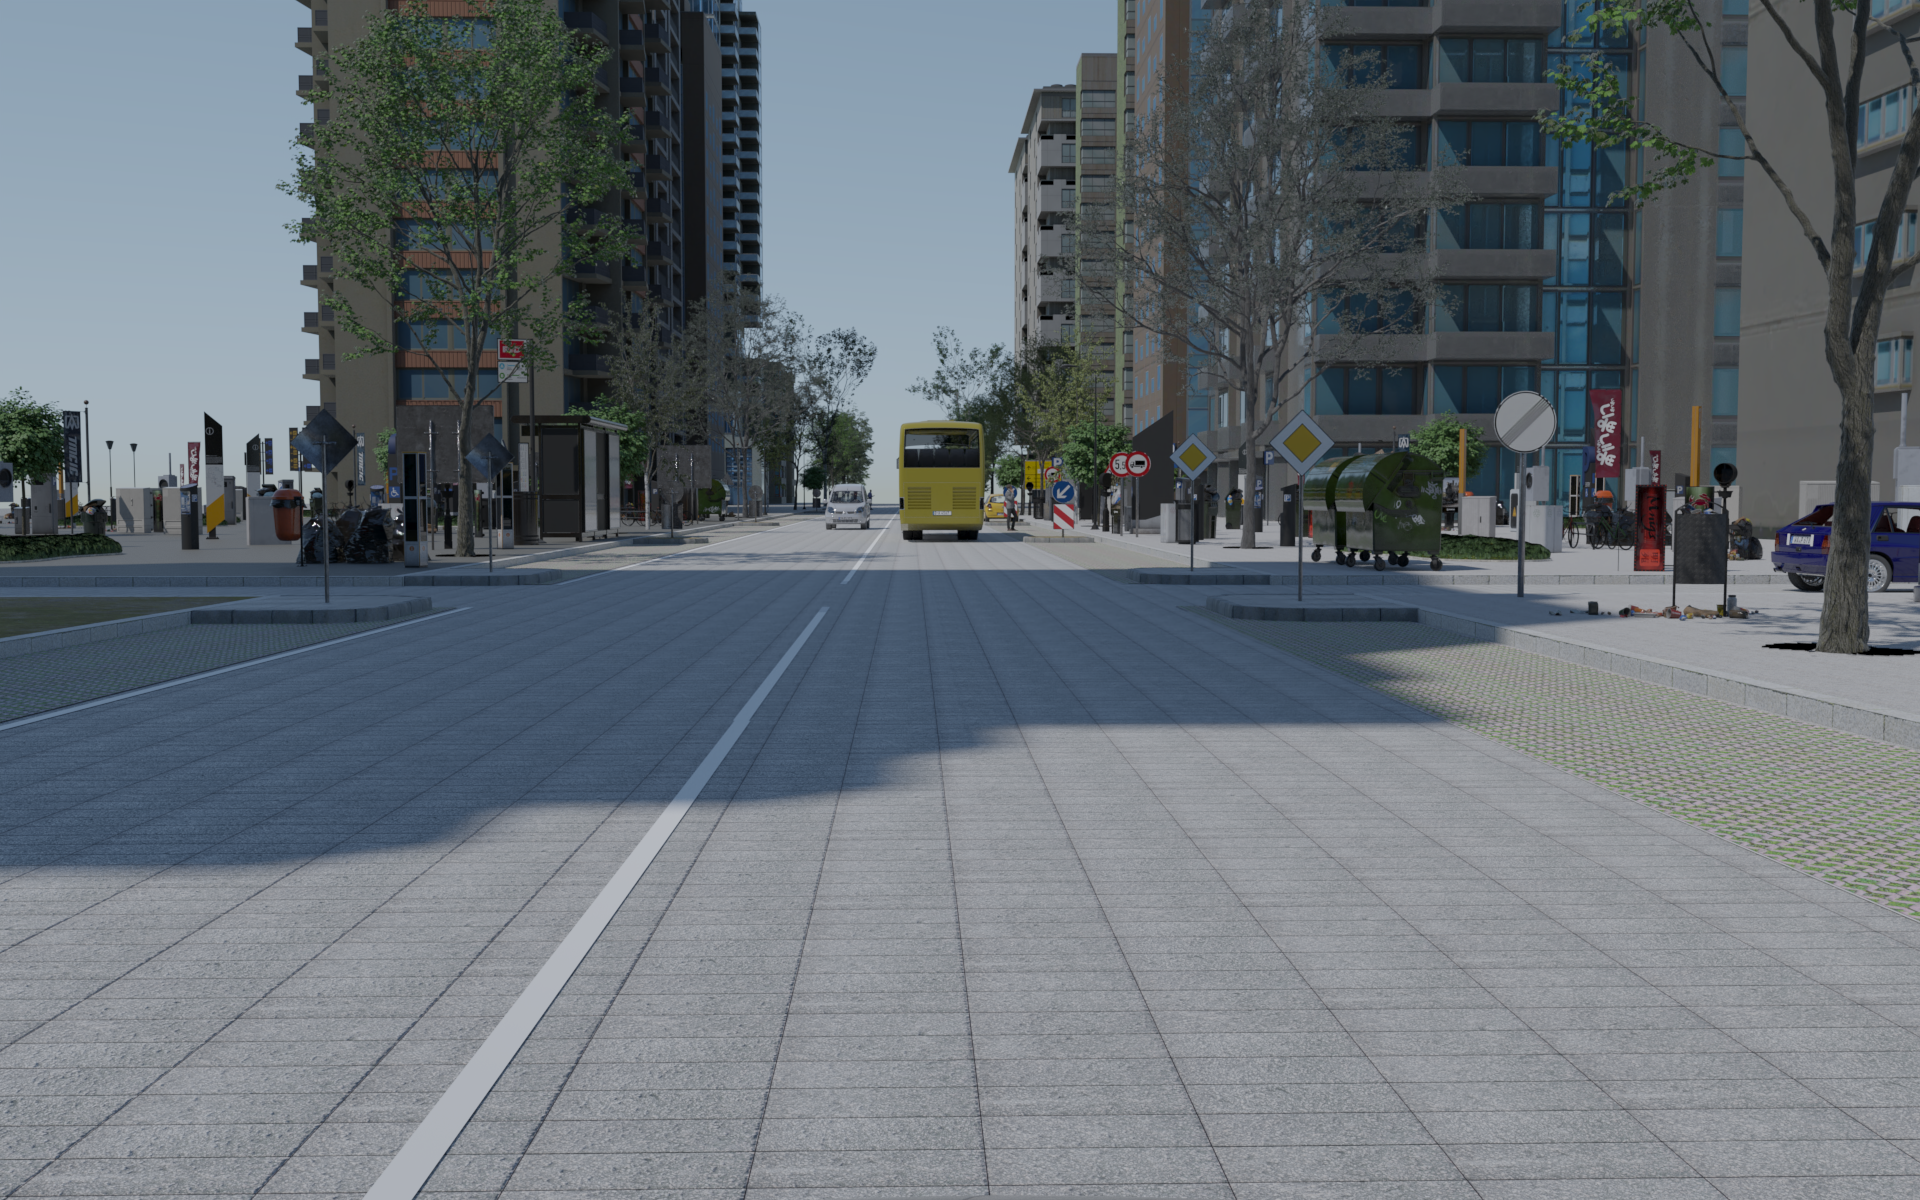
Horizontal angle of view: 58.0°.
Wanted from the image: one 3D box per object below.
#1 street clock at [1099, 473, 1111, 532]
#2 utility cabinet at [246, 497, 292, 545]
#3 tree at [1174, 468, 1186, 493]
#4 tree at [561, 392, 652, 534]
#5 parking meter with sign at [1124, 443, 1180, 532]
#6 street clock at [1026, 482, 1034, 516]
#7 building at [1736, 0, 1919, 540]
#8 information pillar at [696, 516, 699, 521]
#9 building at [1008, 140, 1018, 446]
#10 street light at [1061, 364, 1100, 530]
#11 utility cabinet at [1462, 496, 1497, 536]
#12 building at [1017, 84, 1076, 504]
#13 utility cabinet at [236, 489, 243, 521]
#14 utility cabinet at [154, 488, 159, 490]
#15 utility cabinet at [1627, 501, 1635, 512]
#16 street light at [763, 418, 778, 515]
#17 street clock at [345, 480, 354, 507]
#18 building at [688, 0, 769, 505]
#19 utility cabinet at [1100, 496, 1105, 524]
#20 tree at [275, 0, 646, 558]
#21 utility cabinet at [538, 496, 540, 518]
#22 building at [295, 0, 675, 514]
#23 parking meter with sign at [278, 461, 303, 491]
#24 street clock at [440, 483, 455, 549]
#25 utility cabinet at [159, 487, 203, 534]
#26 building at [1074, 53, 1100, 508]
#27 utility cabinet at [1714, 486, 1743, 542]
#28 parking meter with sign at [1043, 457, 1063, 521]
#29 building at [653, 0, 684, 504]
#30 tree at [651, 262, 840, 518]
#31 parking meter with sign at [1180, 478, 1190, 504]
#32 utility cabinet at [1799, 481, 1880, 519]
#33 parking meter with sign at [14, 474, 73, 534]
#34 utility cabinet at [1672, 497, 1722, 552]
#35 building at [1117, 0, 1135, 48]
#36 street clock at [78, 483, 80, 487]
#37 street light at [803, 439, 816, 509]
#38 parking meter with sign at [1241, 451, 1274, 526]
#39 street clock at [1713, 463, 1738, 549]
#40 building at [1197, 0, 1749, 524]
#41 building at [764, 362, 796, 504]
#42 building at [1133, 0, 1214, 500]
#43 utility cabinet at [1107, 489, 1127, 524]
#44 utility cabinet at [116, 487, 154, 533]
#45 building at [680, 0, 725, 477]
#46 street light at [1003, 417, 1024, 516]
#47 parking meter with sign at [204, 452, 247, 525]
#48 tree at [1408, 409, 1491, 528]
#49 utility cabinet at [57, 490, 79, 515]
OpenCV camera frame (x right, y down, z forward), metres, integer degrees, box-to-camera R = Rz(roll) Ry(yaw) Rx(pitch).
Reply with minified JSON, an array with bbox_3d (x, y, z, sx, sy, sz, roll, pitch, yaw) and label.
[{"bbox_3d":[4.957,-3.315,58.767,0.471,2.002,0.358,-2,4,-29],"label":"street clock"},{"bbox_3d":[-17.469,-1.994,43.769,1.020,1.237,0.306,-2,4,-35],"label":"utility cabinet"},{"bbox_3d":[10.890,-5.736,88.380,1.663,3.219,1.824,0,3,0],"label":"tree"},{"bbox_3d":[-11.478,-4.429,56.125,4.285,4.588,4.351,0,3,0],"label":"tree"},{"bbox_3d":[6.526,-3.862,59.407,1.738,3.016,0.543,-1,4,-12],"label":"parking meter with sign"},{"bbox_3d":[4.157,-6.036,103.254,0.471,2.002,0.358,0,4,7],"label":"street clock"},{"bbox_3d":[33.325,-25.784,45.267,21.600,48.544,21.300,0,4,-2],"label":"building"},{"bbox_3d":[-12.529,-5.592,82.782,0.183,3.616,0.504,0,4,-7],"label":"information pillar"},{"bbox_3d":[21.981,-40.388,249.579,28.713,52.752,27.495,0,4,-2],"label":"building"},{"bbox_3d":[4.319,-5.479,62.121,1.470,5.913,1.316,0,4,-2],"label":"street light"},{"bbox_3d":[14.917,-2.365,49.825,0.306,1.237,1.020,-2,4,-33],"label":"utility cabinet"},{"bbox_3d":[22.882,-38.652,221.196,28.713,52.752,27.495,0,4,-2],"label":"building"},{"bbox_3d":[-33.664,-4.346,79.734,1.173,1.500,0.318,-1,4,-20],"label":"utility cabinet"},{"bbox_3d":[-29.233,-3.297,62.584,0.318,1.500,1.173,3,4,36],"label":"utility cabinet"},{"bbox_3d":[26.211,-3.434,67.311,0.306,1.237,1.020,0,4,4],"label":"utility cabinet"},{"bbox_3d":[-11.281,-8.096,104.907,1.470,5.913,1.316,0,4,-2],"label":"street light"},{"bbox_3d":[-30.864,-5.083,87.679,0.358,2.002,0.471,2,4,32],"label":"street clock"},{"bbox_3d":[-34.023,-54.758,207.971,22.319,86.520,31.000,0,4,-2],"label":"building"},{"bbox_3d":[6.153,-3.931,75.429,0.306,1.237,1.020,0,4,5],"label":"utility cabinet"},{"bbox_3d":[-9.984,-6.689,35.116,9.928,11.665,9.643,0,3,0],"label":"tree"},{"bbox_3d":[-18.280,-3.891,74.783,1.020,1.237,0.306,-2,4,-29],"label":"utility cabinet"},{"bbox_3d":[-31.470,-28.261,116.687,22.147,44.769,28.867,0,4,-2],"label":"building"},{"bbox_3d":[-35.121,-5.745,90.191,0.543,3.016,1.738,2,4,34],"label":"parking meter with sign"},{"bbox_3d":[-11.975,-2.196,40.480,0.358,2.002,0.471,-1,4,-18],"label":"street clock"},{"bbox_3d":[-24.419,-2.796,54.392,1.173,1.500,0.318,1,4,11],"label":"utility cabinet"},{"bbox_3d":[17.801,-29.422,164.636,14.154,41.232,14.086,0,4,-2],"label":"building"},{"bbox_3d":[20.215,-2.297,46.227,1.173,1.500,0.318,3,5,41],"label":"utility cabinet"},{"bbox_3d":[4.419,-5.321,83.258,0.543,3.016,1.738,-1,4,-14],"label":"parking meter with sign"},{"bbox_3d":[-31.371,-42.977,140.933,20.563,71.187,20.611,0,4,-2],"label":"building"},{"bbox_3d":[-11.694,-11.160,92.829,12.009,13.543,11.850,0,3,0],"label":"tree"},{"bbox_3d":[10.307,-5.104,79.717,0.543,3.016,1.738,3,5,44],"label":"parking meter with sign"},{"bbox_3d":[14.643,-1.235,28.866,1.173,1.500,0.318,0,4,3],"label":"utility cabinet"},{"bbox_3d":[-29.402,-3.627,55.567,1.738,3.016,0.543,0,4,-8],"label":"parking meter with sign"},{"bbox_3d":[16.127,-1.638,37.937,0.306,1.237,1.020,-2,4,-32],"label":"utility cabinet"},{"bbox_3d":[18.188,-27.073,126.231,14.154,41.232,14.086,0,4,-2],"label":"building"},{"bbox_3d":[-44.694,-5.068,87.433,0.471,2.002,0.358,-2,4,-29],"label":"street clock"},{"bbox_3d":[-12.584,-10.600,145.849,1.470,5.913,1.316,0,4,-2],"label":"street light"},{"bbox_3d":[12.016,-4.564,70.890,0.543,3.016,1.738,-2,4,-35],"label":"parking meter with sign"},{"bbox_3d":[17.791,-2.185,40.294,0.358,2.002,0.471,-3,5,-44],"label":"street clock"},{"bbox_3d":[24.584,-28.646,87.968,23.786,49.044,30.456,0,4,-2],"label":"building"},{"bbox_3d":[-37.559,-24.156,239.986,27.650,21.520,28.899,0,4,-2],"label":"building"},{"bbox_3d":[19.032,-28.234,111.731,14.600,45.320,14.200,0,4,-2],"label":"building"},{"bbox_3d":[6.665,-3.988,73.889,0.318,1.500,1.173,-2,4,-34],"label":"utility cabinet"},{"bbox_3d":[-27.109,-2.942,56.786,1.173,1.500,0.318,1,4,21],"label":"utility cabinet"},{"bbox_3d":[-29.458,-31.138,159.209,14.600,45.320,14.200,0,4,-2],"label":"building"},{"bbox_3d":[3.148,-8.009,103.480,1.470,5.913,1.316,0,4,-2],"label":"street light"},{"bbox_3d":[-30.511,-4.632,71.997,1.738,3.016,0.543,-1,4,-13],"label":"parking meter with sign"},{"bbox_3d":[18.693,-5.077,66.716,4.285,4.588,4.351,0,3,0],"label":"tree"},{"bbox_3d":[-44.497,-4.734,86.077,0.318,1.500,1.173,3,5,43],"label":"utility cabinet"}]
